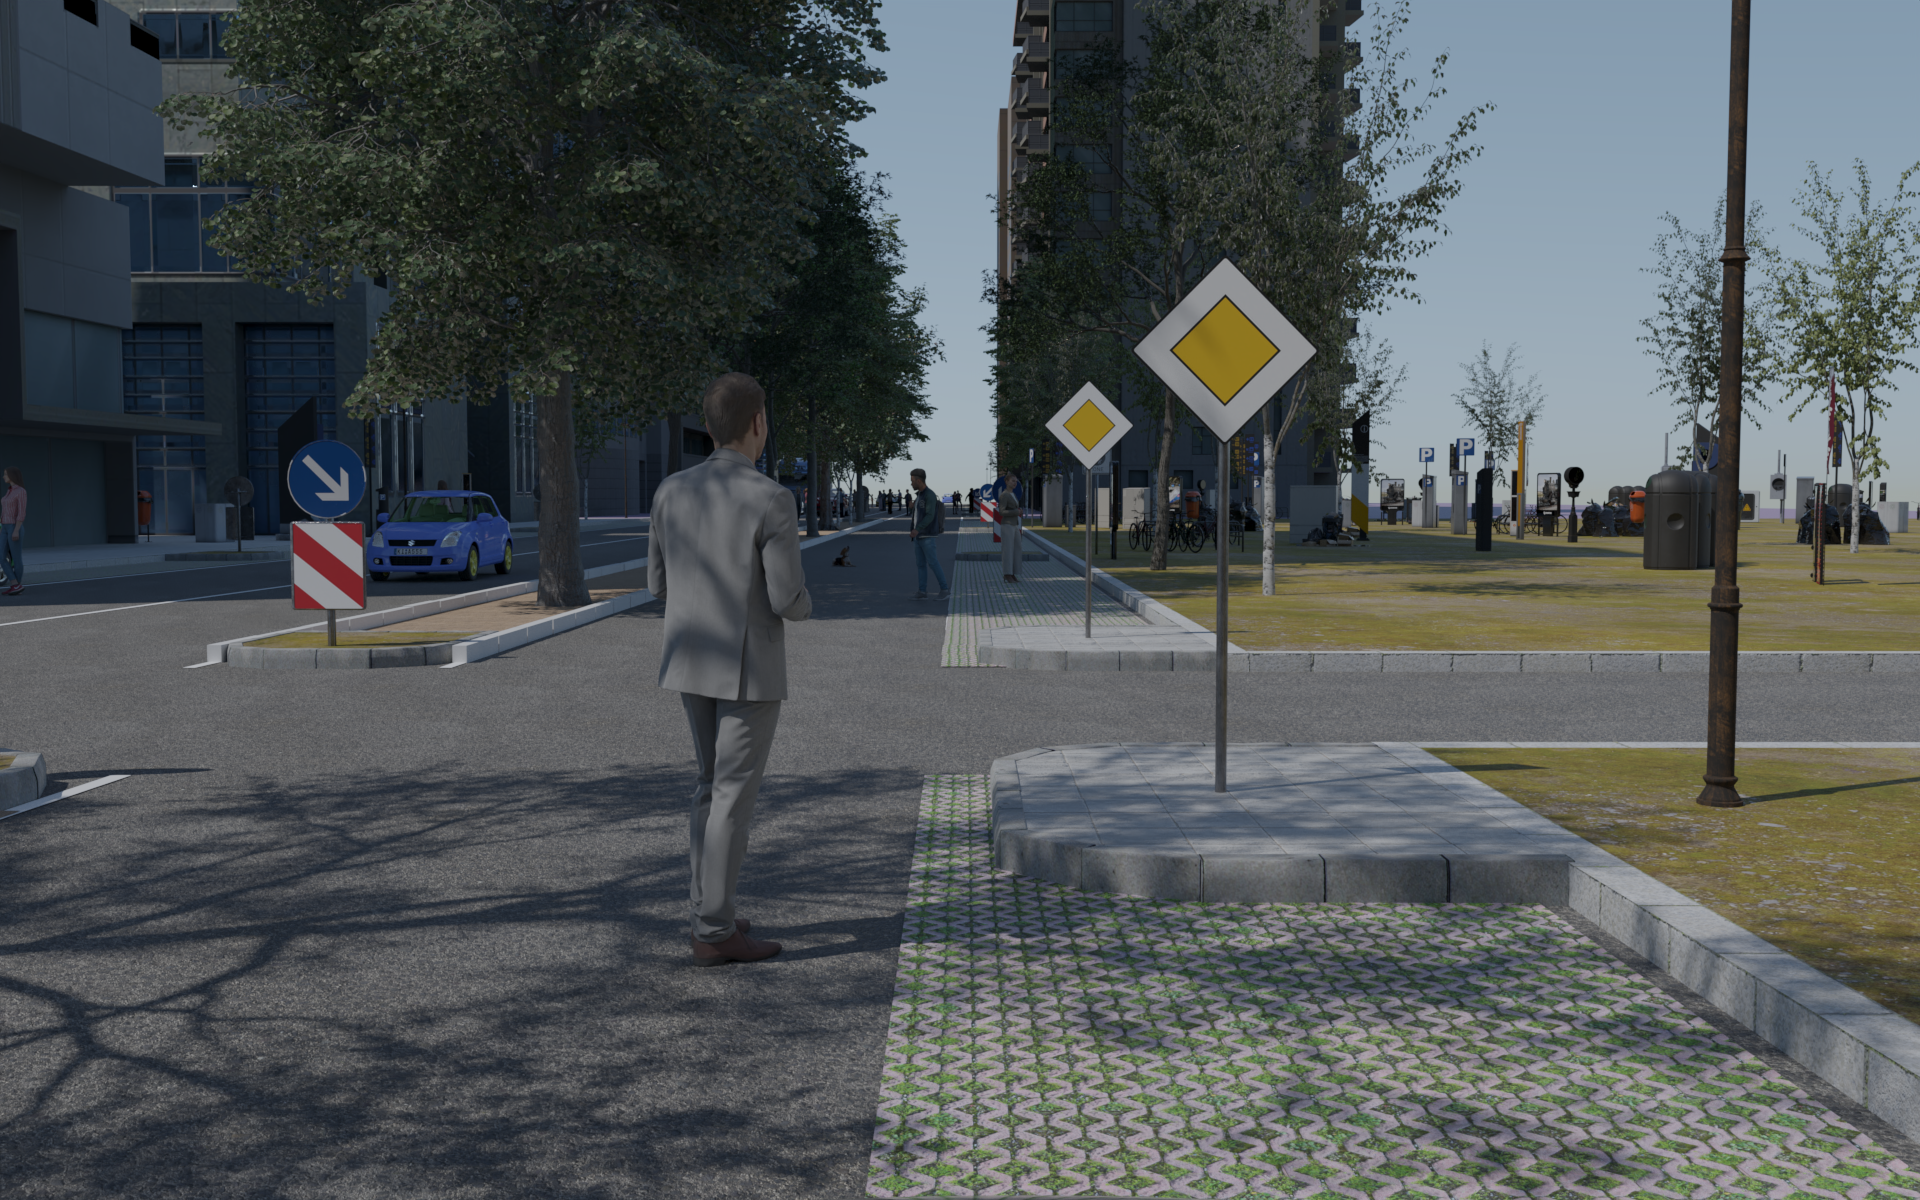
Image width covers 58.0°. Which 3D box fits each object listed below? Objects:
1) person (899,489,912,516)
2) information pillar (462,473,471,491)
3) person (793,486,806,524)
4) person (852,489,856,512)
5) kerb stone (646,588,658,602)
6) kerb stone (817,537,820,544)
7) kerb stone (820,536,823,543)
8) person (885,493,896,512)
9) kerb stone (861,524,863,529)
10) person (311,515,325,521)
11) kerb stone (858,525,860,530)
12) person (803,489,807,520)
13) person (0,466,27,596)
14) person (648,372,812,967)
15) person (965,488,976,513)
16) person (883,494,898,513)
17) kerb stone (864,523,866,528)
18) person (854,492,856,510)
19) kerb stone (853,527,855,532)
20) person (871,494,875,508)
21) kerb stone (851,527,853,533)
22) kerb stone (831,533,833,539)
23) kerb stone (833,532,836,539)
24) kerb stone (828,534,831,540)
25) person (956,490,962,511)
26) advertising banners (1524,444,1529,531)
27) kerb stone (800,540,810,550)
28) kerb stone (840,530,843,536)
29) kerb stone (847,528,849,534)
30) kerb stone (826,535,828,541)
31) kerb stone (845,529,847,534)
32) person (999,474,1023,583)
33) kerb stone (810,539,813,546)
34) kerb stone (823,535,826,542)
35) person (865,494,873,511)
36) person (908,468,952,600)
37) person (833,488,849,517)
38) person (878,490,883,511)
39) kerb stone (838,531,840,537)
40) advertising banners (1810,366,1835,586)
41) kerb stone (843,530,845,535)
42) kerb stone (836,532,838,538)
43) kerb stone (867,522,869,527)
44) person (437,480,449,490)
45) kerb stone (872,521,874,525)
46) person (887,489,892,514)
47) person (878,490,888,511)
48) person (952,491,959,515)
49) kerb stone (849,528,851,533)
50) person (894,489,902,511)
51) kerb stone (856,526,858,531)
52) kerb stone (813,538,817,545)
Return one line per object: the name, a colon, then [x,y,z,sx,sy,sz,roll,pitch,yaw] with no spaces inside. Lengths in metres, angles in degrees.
person: [-3.543,-6.366,113.114,0.750,1.759,0.617,-2,4,-32]
information pillar: [-17.423,-3.469,61.209,0.304,2.012,0.304,-1,4,-13]
person: [-7.611,-4.498,82.227,0.709,1.800,0.728,-1,4,-17]
person: [-8.208,-7.746,135.143,1.348,1.824,0.705,-3,4,-36]
kerb stone: [-4.209,-0.072,23.376,0.120,0.150,1.000,0,4,0]
kerb stone: [-4.145,-1.639,48.999,0.120,0.150,1.000,0,4,0]
kerb stone: [-4.144,-1.702,50.026,0.120,0.150,1.000,0,4,0]
person: [-5.643,-8.026,139.868,0.705,1.807,1.348,3,4,38]
kerb stone: [-4.093,-2.895,69.527,0.120,0.150,1.000,0,4,0]
person: [-11.348,-1.265,30.990,0.330,1.601,0.589,1,4,21]
kerb stone: [-4.100,-2.769,67.472,0.120,0.150,1.000,0,4,0]
person: [-8.329,-5.273,95.431,0.721,1.743,1.217,0,4,2]
person: [-13.460,-0.982,24.562,0.555,1.821,0.388,2,4,26]
person: [-0.657,0.202,5.403,0.606,1.804,0.583,2,4,30]
person: [0.807,-6.704,117.747,1.348,1.869,0.705,-3,5,-41]
person: [-5.197,-7.357,129.499,1.217,1.735,0.721,1,4,18]
kerb stone: [-4.093,-3.020,71.578,0.120,0.150,1.000,0,4,0]
person: [-9.469,-9.114,158.452,0.436,1.711,0.756,0,4,-1]
kerb stone: [-4.102,-2.580,64.393,0.120,0.150,1.000,0,4,0]
person: [-9.217,-10.433,182.333,0.557,1.426,1.065,1,4,14]
kerb stone: [-4.108,-2.518,63.371,0.120,0.150,1.000,0,4,0]
kerb stone: [-4.133,-1.954,54.137,0.120,0.150,1.000,0,4,0]
kerb stone: [-4.132,-2.012,55.160,0.120,0.150,1.000,0,4,0]
kerb stone: [-4.138,-1.890,53.107,0.120,0.150,1.000,0,4,0]
person: [-0.043,-8.484,147.658,0.683,1.767,0.568,-1,4,-17]
advertising banners: [19.520,-3.898,59.920,0.090,3.025,2.074,2,4,26]
kerb stone: [-4.149,-1.452,45.932,0.120,0.150,1.000,0,4,0]
kerb stone: [-4.120,-2.204,58.238,0.120,0.150,1.000,0,4,0]
kerb stone: [-4.125,-2.393,61.319,0.120,0.150,1.000,0,4,0]
kerb stone: [-4.135,-1.828,52.085,0.120,0.150,1.000,0,4,0]
kerb stone: [-4.114,-2.330,60.292,0.120,0.150,1.000,0,4,0]
person: [0.839,-1.144,27.754,0.362,1.759,0.519,2,4,25]
kerb stone: [-4.149,-1.514,46.956,0.120,0.150,1.000,0,4,0]
kerb stone: [-4.137,-1.760,51.058,0.120,0.150,1.000,0,4,0]
person: [-7.666,-8.211,142.734,1.348,1.826,0.705,-3,5,-39]
person: [-0.476,-0.891,23.424,0.721,1.781,0.623,-2,4,-31]
person: [-7.295,-5.976,106.198,1.348,1.826,0.705,2,4,33]
person: [-6.864,-8.561,149.145,0.551,1.740,0.621,2,4,30]
kerb stone: [-4.130,-2.139,57.209,0.120,0.150,1.000,0,4,0]
advertising banners: [12.255,-1.737,24.595,0.090,3.025,2.074,1,4,22]
kerb stone: [-4.118,-2.259,59.269,0.120,0.150,1.000,0,4,0]
kerb stone: [-4.137,-2.079,56.181,0.120,0.150,1.000,0,4,0]
kerb stone: [-4.081,-3.145,73.624,0.120,0.150,1.000,0,4,0]
person: [-11.621,-1.825,38.928,0.593,1.750,0.643,2,4,28]
kerb stone: [-4.066,-3.396,77.728,0.120,0.150,1.000,0,4,0]
person: [-4.970,-6.978,122.607,0.705,1.823,1.348,-1,4,-10]
person: [-6.474,-8.457,146.855,0.705,1.814,1.350,-3,5,-44]
person: [-0.297,-6.795,121.072,0.593,1.643,0.415,2,4,32]
kerb stone: [-4.107,-2.456,62.346,0.120,0.150,1.000,0,4,0]
person: [-5.261,-8.504,147.415,0.599,1.838,0.709,-2,4,-25]
kerb stone: [-4.100,-2.706,66.441,0.120,0.150,1.000,0,4,0]
kerb stone: [-4.143,-1.577,47.977,0.120,0.150,1.000,0,4,0]
